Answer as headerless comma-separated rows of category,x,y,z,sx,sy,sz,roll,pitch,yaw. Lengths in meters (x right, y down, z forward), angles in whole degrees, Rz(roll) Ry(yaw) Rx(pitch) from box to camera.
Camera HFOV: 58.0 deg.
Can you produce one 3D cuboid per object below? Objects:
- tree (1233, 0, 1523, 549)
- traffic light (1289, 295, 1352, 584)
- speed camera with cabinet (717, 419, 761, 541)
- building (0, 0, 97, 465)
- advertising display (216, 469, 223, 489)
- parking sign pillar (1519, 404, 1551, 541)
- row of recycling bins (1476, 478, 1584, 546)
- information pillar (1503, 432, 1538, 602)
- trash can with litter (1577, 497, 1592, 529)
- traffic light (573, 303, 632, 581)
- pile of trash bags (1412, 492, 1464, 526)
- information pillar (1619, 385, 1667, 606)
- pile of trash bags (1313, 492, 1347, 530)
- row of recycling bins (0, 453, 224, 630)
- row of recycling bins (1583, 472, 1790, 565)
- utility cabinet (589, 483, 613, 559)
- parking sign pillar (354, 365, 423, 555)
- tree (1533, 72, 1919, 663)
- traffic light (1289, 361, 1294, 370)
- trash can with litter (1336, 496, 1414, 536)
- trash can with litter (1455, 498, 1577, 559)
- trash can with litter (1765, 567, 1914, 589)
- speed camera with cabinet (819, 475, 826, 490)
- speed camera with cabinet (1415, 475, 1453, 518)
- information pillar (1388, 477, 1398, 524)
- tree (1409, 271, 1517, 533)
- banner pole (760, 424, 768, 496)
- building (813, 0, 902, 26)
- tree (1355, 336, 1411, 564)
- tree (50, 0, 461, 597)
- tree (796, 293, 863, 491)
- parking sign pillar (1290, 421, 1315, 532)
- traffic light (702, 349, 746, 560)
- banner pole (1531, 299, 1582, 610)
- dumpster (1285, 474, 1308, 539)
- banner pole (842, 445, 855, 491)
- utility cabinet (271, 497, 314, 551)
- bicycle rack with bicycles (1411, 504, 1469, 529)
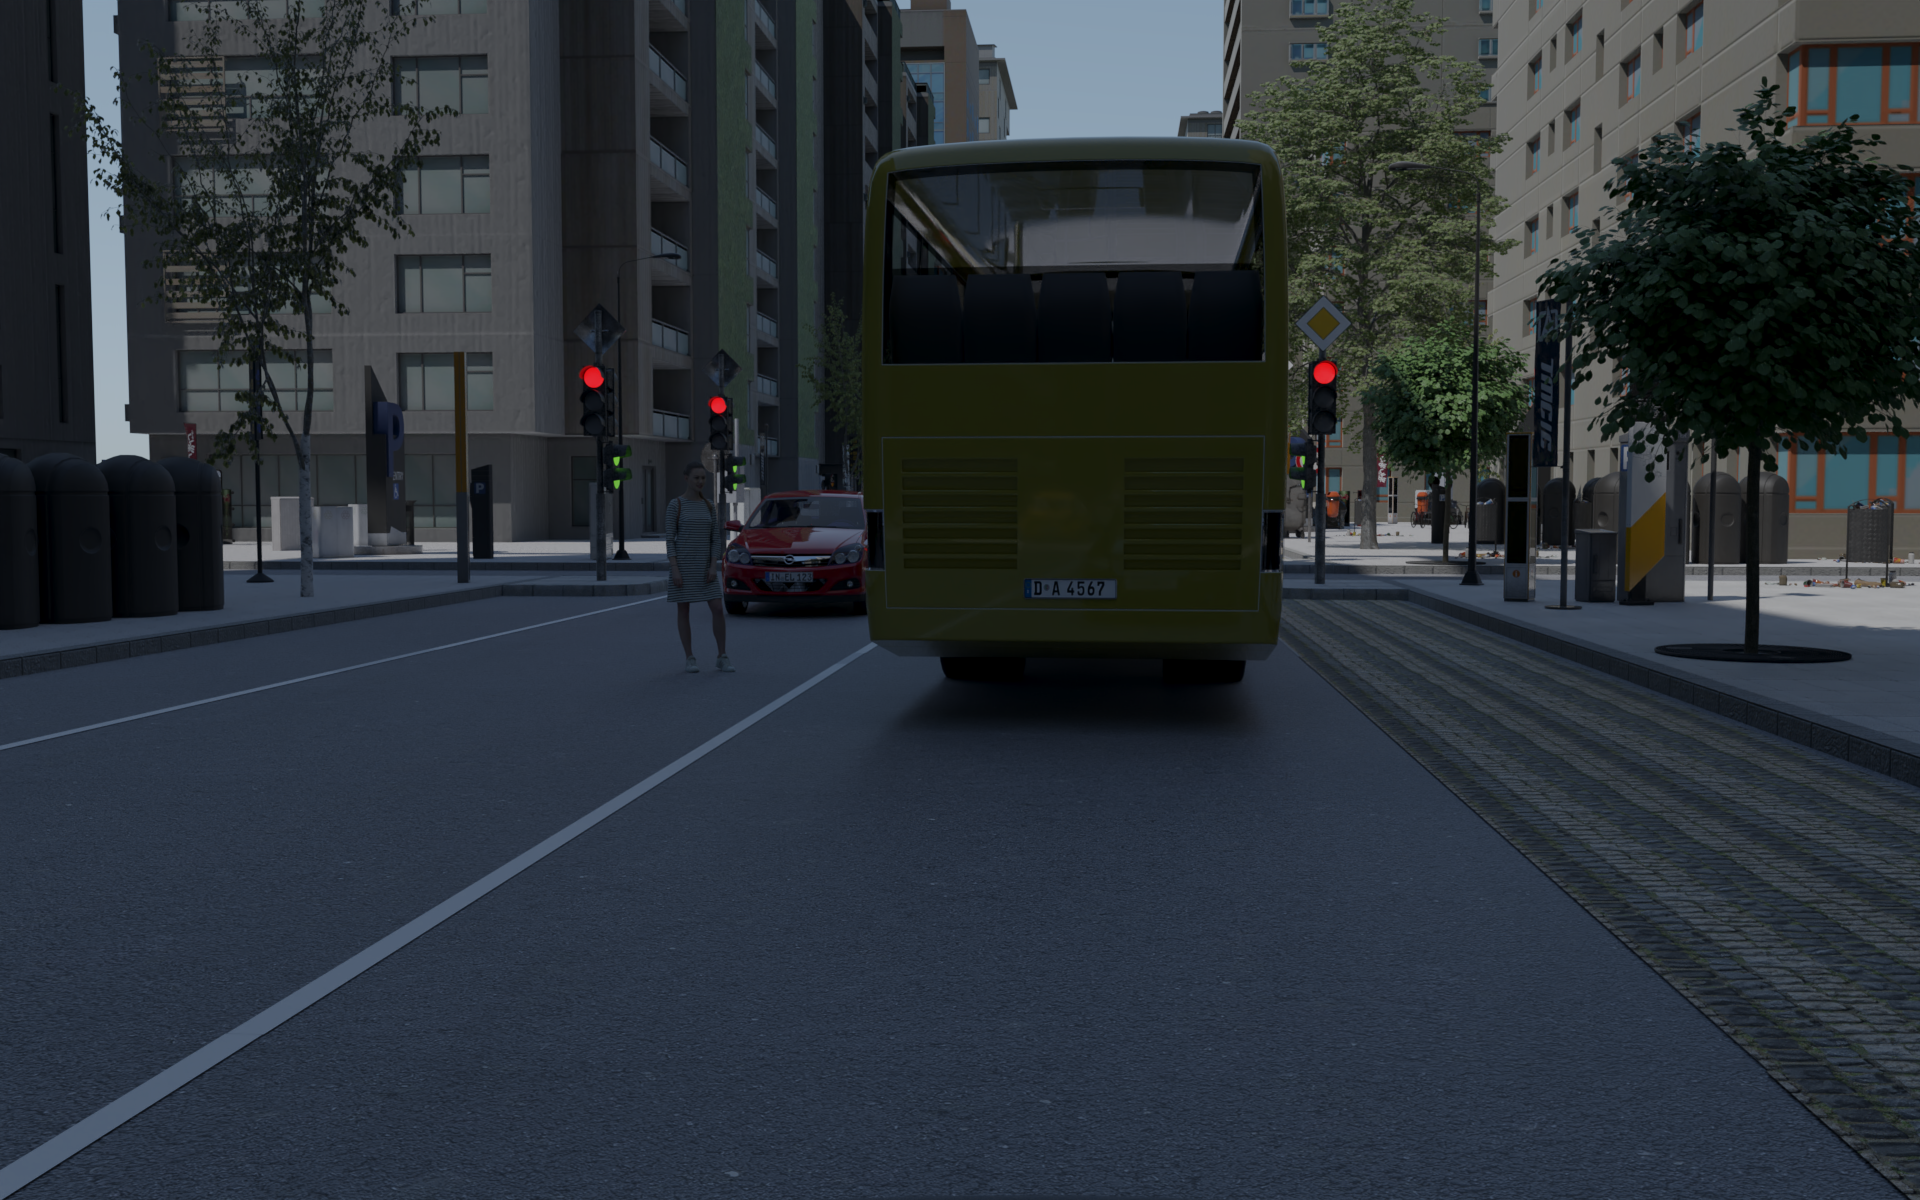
tree,9.175,-7.437,39.717,7.486,12.596,7.792,0,3,0
traffic light,5.123,-2.185,24.643,0.839,4.253,0.868,0,4,5
speed camera with cabinet,-5.902,-3.174,46.224,0.660,3.252,2.038,1,4,11
building,-34.256,-16.828,46.847,14.107,30.474,14.160,0,4,5
advertising display,-19.602,-2.422,44.818,0.974,1.923,0.123,-2,4,-27
parking sign pillar,15.948,-3.657,48.265,1.447,3.967,1.447,-1,4,-10
row of recycling bins,14.693,-2.232,43.610,3.534,1.692,1.069,3,4,36
information pillar,6.691,-0.988,20.654,0.304,2.012,0.304,2,4,34
trash can with litter,14.232,-1.812,40.690,2.233,1.210,1.678,-1,4,-22
traffic light,-5.298,-2.241,25.558,0.839,4.253,0.868,0,4,5
pile of trash bags,19.673,-3.800,71.875,1.912,1.369,3.447,2,4,33
information pillar,7.893,-1.747,19.916,0.504,3.616,0.183,-1,4,-17
pile of trash bags,13.297,-3.300,63.715,1.912,1.369,3.447,0,4,-6
row of recycling bins,-8.918,-0.657,17.859,1.069,1.692,3.534,1,4,15
row of recycling bins,13.478,-1.515,31.875,3.534,1.692,1.069,0,4,-2
utility cabinet,-7.046,-1.554,34.085,0.318,1.500,1.173,0,4,-4
parking sign pillar,-12.257,-2.967,36.977,1.447,3.967,1.447,0,4,0
tree,6.304,-1.838,13.769,4.285,4.588,4.351,0,3,0
traffic light,5.837,-2.671,32.596,0.839,4.253,0.868,0,4,5
trash can with litter,12.683,-2.556,52.844,2.233,1.210,1.678,1,4,20
trash can with litter,10.980,-1.460,34.923,2.233,1.210,1.678,0,4,3
trash can with litter,12.185,-0.799,24.117,2.233,1.210,1.678,1,4,18
speed camera with cabinet,-7.247,-5.569,85.390,0.660,3.252,2.038,1,4,19
speed camera with cabinet,20.497,-4.923,74.834,2.038,3.252,0.660,-3,5,-41
information pillar,18.568,-4.268,74.273,0.304,2.012,0.304,-2,4,-31
tree,15.907,-6.469,56.136,4.737,8.622,4.395,0,3,0
banner pole,-7.013,-4.406,62.051,0.401,3.779,0.863,-2,4,-28
building,-10.936,-19.779,95.089,14.160,30.474,14.107,0,4,5
tree,8.869,-2.937,31.726,4.285,4.588,4.351,0,3,0
tree,-8.399,-4.343,21.376,4.360,8.622,3.978,0,3,0
tree,-3.905,-6.950,63.995,4.737,8.622,4.395,0,3,0
parking sign pillar,11.480,-4.309,58.920,1.447,3.967,1.447,-1,4,-22
traffic light,-4.584,-2.727,33.511,0.839,4.253,0.868,0,4,5
banner pole,6.685,-1.802,19.480,0.401,3.779,0.863,-1,4,-16
dumpster,9.429,-2.725,50.308,1.264,1.857,1.865,0,4,5
banner pole,-4.904,-5.330,77.166,0.863,3.779,0.401,-3,4,-39
utility cabinet,-15.195,-1.732,39.484,0.306,1.237,1.020,2,4,25
bicycle rack with bicycles,18.214,-3.122,64.431,2.852,0.926,2.925,0,4,2
